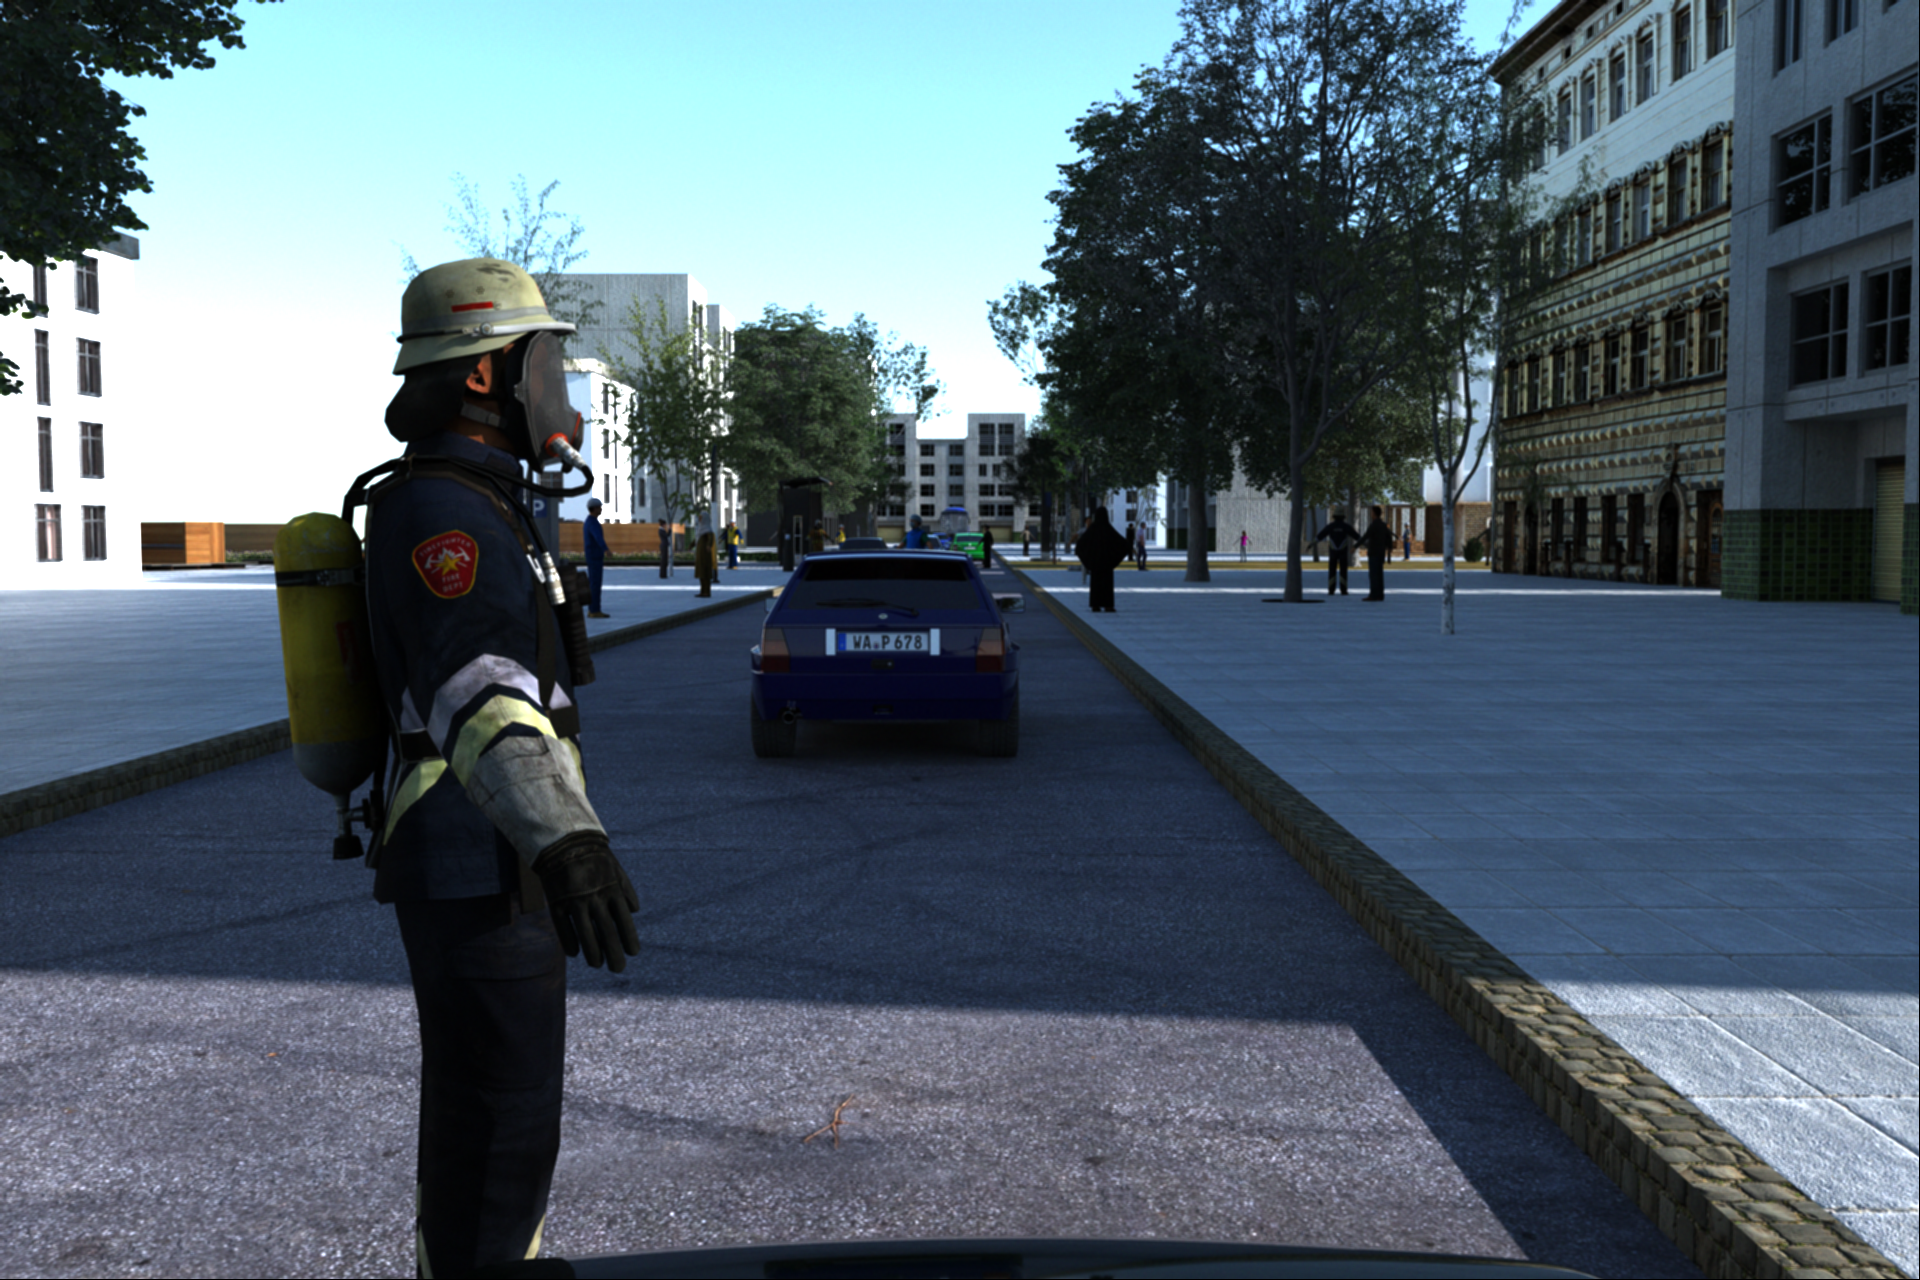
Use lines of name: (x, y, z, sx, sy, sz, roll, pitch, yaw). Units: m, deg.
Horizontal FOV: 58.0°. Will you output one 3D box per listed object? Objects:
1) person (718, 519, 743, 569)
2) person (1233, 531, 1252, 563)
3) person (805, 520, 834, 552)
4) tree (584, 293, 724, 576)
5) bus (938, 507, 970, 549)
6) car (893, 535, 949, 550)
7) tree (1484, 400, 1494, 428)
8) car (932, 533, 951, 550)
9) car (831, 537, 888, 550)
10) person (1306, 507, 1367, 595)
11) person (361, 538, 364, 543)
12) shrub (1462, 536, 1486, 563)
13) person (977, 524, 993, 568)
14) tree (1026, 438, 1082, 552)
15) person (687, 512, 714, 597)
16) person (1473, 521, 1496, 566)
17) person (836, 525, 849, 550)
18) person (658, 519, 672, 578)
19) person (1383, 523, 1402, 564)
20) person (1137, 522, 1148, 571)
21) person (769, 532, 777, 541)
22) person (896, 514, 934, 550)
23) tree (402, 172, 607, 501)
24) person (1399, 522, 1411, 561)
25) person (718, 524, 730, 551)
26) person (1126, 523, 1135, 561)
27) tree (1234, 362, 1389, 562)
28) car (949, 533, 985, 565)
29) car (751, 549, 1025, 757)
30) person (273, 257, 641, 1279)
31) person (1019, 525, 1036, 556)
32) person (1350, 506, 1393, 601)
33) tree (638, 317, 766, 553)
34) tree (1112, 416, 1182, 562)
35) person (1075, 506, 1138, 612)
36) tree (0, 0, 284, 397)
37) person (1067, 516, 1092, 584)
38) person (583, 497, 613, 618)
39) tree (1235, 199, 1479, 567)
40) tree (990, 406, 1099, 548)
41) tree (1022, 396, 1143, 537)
person: (-8.385, -3.533, 63.737, 1.349, 1.833, 0.705, 3, 5, 43)
person: (12.682, -4.186, 77.704, 0.991, 1.433, 0.599, -2, 4, -25)
person: (-5.597, -3.834, 68.461, 1.354, 1.858, 0.705, -3, 4, -36)
tree: (-8.942, -6.236, 52.326, 4.737, 8.622, 4.395, 0, 3, 0)
bus: (-0.446, -10.417, 161.860, 2.896, 3.916, 12.251, 0, 4, 1)
car: (-1.410, -3.118, 62.975, 2.014, 1.417, 4.499, 0, 4, 1)
tree: (28.901, -10.273, 78.332, 12.009, 13.543, 11.850, 0, 3, 0)
car: (-1.720, -8.220, 143.981, 1.945, 1.707, 3.694, 0, 4, 0)
car: (-3.028, -2.553, 54.322, 1.945, 1.354, 3.894, 0, 4, 0)
person: (7.970, -1.871, 36.461, 1.351, 1.845, 0.704, 1, 4, 17)
person: (-11.856, -1.794, 35.505, 0.704, 1.807, 1.345, 2, 4, 30)
shrub: (23.027, -4.070, 77.656, 1.383, 1.207, 1.383, 0, 3, 0)
person: (1.116, -3.934, 72.717, 0.705, 1.837, 1.347, 2, 4, 28)
tree: (7.032, -10.677, 124.931, 4.737, 8.622, 4.395, 0, 3, 0)
person: (-5.272, -1.736, 35.164, 0.721, 1.736, 1.217, -2, 4, -28)
person: (21.570, -3.920, 70.367, 1.348, 1.796, 0.705, 1, 4, 12)
person: (-5.996, -5.038, 88.843, 0.721, 1.772, 1.216, 2, 4, 33)
person: (-8.447, -2.638, 49.983, 0.742, 1.727, 0.445, 3, 5, 40)
person: (18.128, -4.083, 73.480, 1.216, 1.740, 0.721, 0, 4, -3)
person: (6.456, -3.314, 61.169, 0.436, 1.711, 0.756, 0, 4, 5)
person: (-9.980, -5.518, 96.407, 1.347, 1.806, 0.705, 1, 4, 21)
person: (-0.898, -1.554, 33.987, 0.704, 1.817, 1.347, -3, 5, -43)
tree: (-8.659, -5.166, 34.828, 4.360, 8.622, 3.978, 0, 3, 0)
person: (21.472, -4.740, 83.354, 0.705, 1.847, 1.347, 0, 4, -6)
person: (-13.104, -5.619, 97.805, 1.347, 1.837, 0.705, -3, 5, -43)
person: (8.240, -4.707, 83.139, 0.705, 1.806, 1.347, -1, 4, -19)
tree: (15.988, -8.847, 79.056, 7.601, 10.594, 8.767, 1, 4, 14)
car: (0.416, -4.261, 78.469, 1.959, 1.807, 4.718, 0, 4, -1)
car: (-0.483, 0.007, 12.468, 1.945, 1.354, 3.894, 0, 4, 0)
person: (-0.724, 0.337, 2.732, 0.705, 1.856, 1.354, -1, 4, -19)
person: (3.824, -5.703, 99.378, 0.705, 1.813, 1.348, 3, 5, 44)
person: (7.950, -1.660, 33.203, 1.348, 1.821, 0.705, -3, 5, -43)
tree: (-8.868, -6.691, 59.766, 4.737, 8.622, 4.395, 0, 3, 0)
tree: (7.978, -7.893, 79.420, 4.360, 8.622, 3.978, 0, 3, 0)
person: (2.386, -1.331, 28.549, 1.214, 1.737, 0.721, 3, 4, 38)
tree: (-9.507, -6.497, 12.878, 9.857, 13.997, 8.962, 0, 3, 0)
person: (3.342, -2.318, 44.664, 1.217, 1.739, 0.721, -1, 4, -13)
person: (-5.578, -1.268, 26.612, 0.705, 1.842, 1.347, -1, 4, -22)
tree: (15.405, -9.840, 67.546, 9.857, 13.997, 8.962, 0, 3, 0)
tree: (8.010, -15.260, 159.866, 12.009, 13.543, 11.850, 0, 3, 0)
tree: (7.444, -10.282, 102.516, 8.767, 10.594, 7.601, 2, 4, 33)
